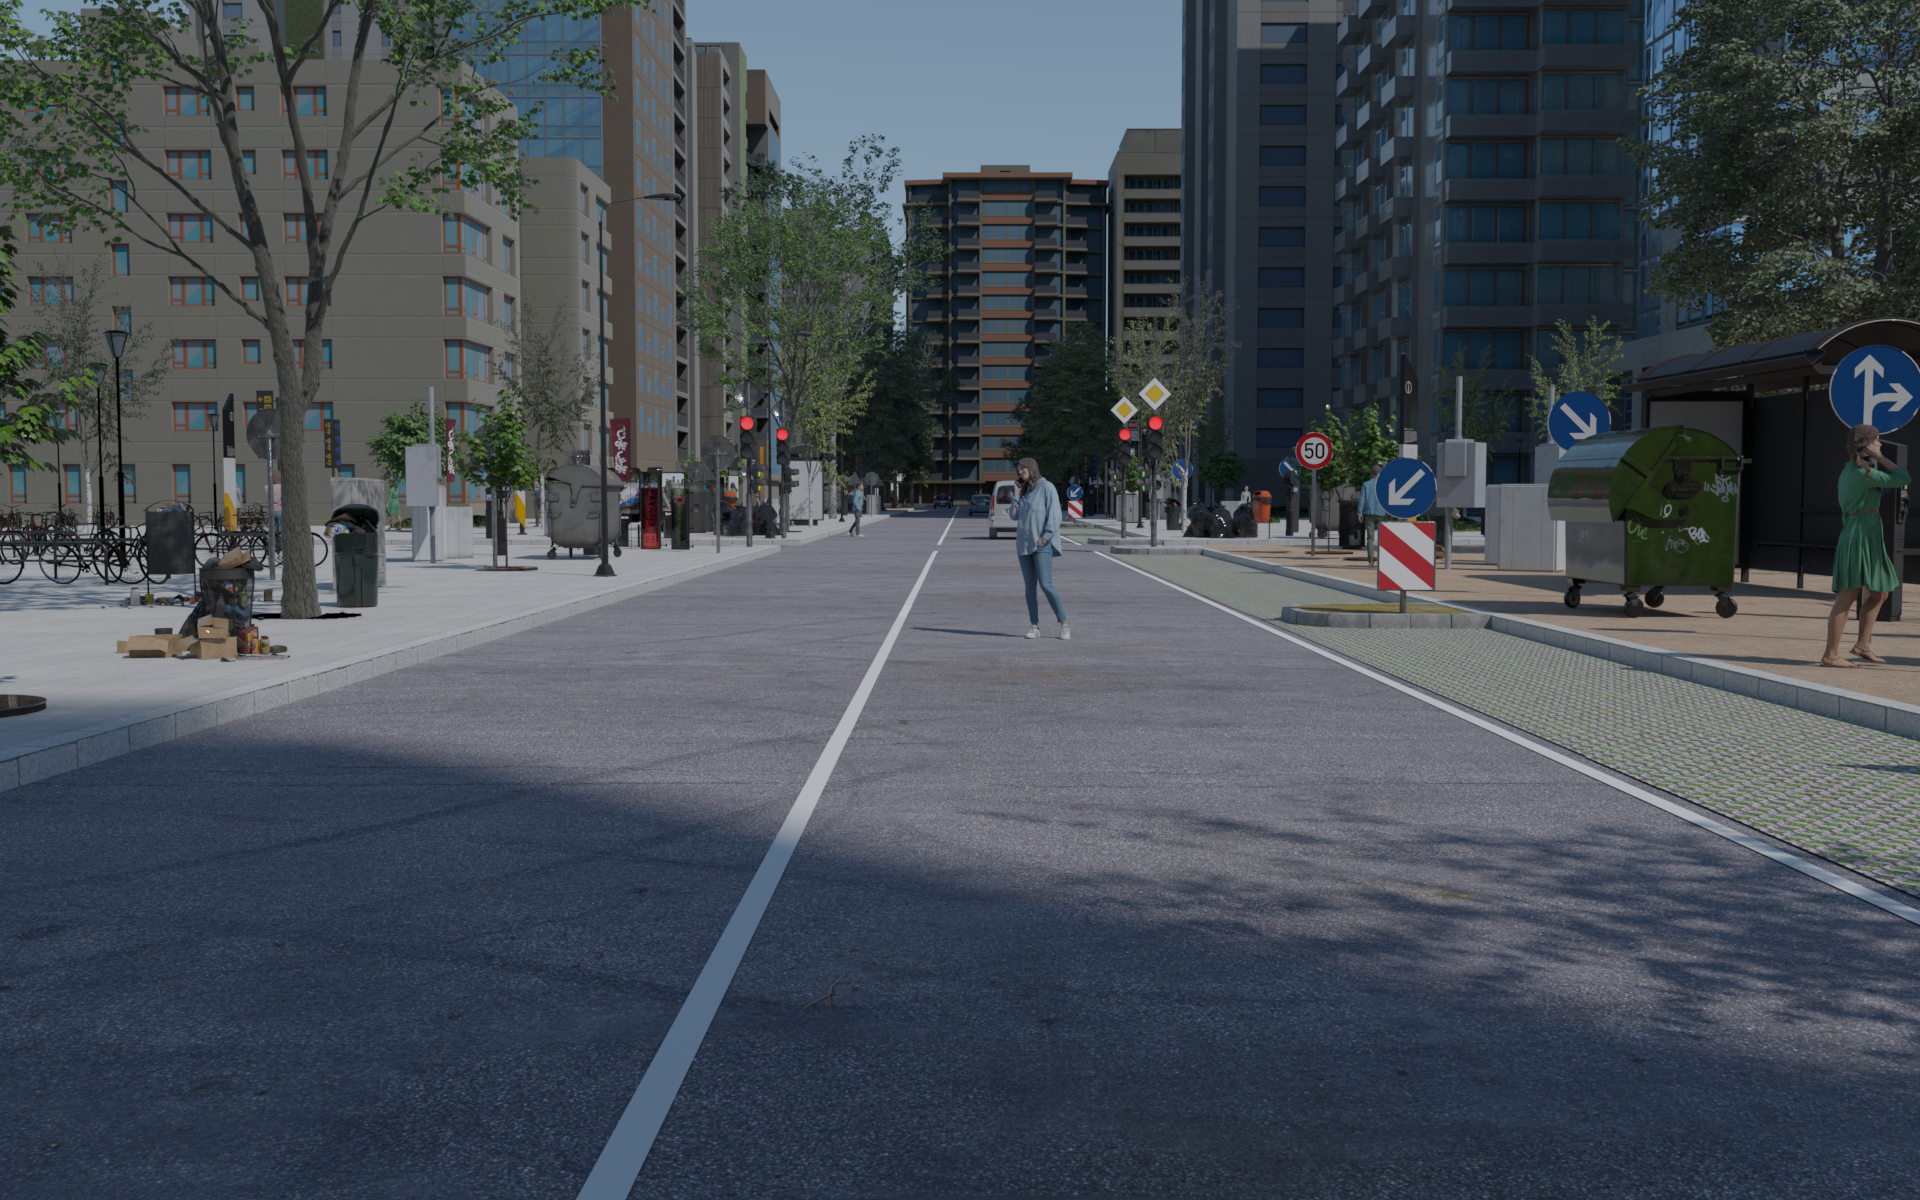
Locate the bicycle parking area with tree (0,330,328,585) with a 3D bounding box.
[{"bbox_3d":[-14.736,-2.496,27.816,9.016,4.147,8.231,1,4,16],"label":"bicycle parking area with tree"}]

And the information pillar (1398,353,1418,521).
[{"bbox_3d":[7.506,-2.305,29.039,0.183,3.616,0.504,3,5,43],"label":"information pillar"}]

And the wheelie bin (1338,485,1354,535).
[{"bbox_3d":[12.116,-2.818,53.990,0.693,1.594,0.980,1,4,16],"label":"wheelie bin"}]

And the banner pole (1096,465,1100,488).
[{"bbox_3d":[9.684,-8.130,122.936,0.863,3.779,0.401,-3,5,-41],"label":"banner pole"}]

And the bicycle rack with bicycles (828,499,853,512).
[{"bbox_3d":[-8.514,-6.667,122.389,2.925,0.926,2.852,-3,5,-44],"label":"bicycle rack with bicycles"}]

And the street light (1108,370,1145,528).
[{"bbox_3d":[6.249,-5.661,65.094,1.470,5.913,1.316,0,4,0],"label":"street light"}]

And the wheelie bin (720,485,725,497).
[{"bbox_3d":[-8.921,-3.356,62.786,0.980,1.594,0.693,-2,4,-35],"label":"wheelie bin"}]

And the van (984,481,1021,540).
[{"bbox_3d":[1.768,-2.984,55.800,2.013,2.044,4.112,0,4,2],"label":"van"}]

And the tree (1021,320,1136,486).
[{"bbox_3d":[8.022,-11.912,112.884,7.486,12.596,7.792,0,3,0],"label":"tree"}]

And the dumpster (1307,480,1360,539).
[{"bbox_3d":[10.764,-2.690,49.740,1.264,1.857,1.865,0,4,0],"label":"dumpster"}]

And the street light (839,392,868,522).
[{"bbox_3d":[-4.871,-6.525,79.217,1.470,5.913,1.316,0,4,0],"label":"street light"}]

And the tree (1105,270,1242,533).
[{"bbox_3d":[7.206,-6.521,56.982,4.360,8.622,3.978,0,3,0],"label":"tree"}]

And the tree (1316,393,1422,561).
[{"bbox_3d":[7.913,-2.364,33.257,1.663,3.219,1.824,0,3,0],"label":"tree"}]

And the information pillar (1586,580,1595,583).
[{"bbox_3d":[9.178,-1.268,25.224,0.304,2.012,0.304,-2,4,-28],"label":"information pillar"}]

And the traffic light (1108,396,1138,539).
[{"bbox_3d":[4.699,-3.726,49.838,0.839,4.253,0.868,0,4,0],"label":"traffic light"}]

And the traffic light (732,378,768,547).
[{"bbox_3d":[-5.087,-3.238,41.867,0.839,4.253,0.868,0,4,0],"label":"traffic light"}]

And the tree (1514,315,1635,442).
[{"bbox_3d":[25.349,-7.367,70.813,4.737,8.622,4.395,0,3,0],"label":"tree"}]

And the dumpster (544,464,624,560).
[{"bbox_3d":[-7.450,-1.748,34.335,1.264,1.857,1.865,0,4,0],"label":"dumpster"}]

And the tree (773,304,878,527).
[{"bbox_3d":[-5.566,-7.101,66.466,4.737,8.622,4.395,0,3,0],"label":"tree"}]

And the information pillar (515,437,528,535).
[{"bbox_3d":[-13.803,-3.852,54.338,0.183,3.616,0.504,1,4,15],"label":"information pillar"}]

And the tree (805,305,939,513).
[{"bbox_3d":[-6.322,-12.831,116.445,9.857,13.997,8.962,0,3,0],"label":"tree"}]

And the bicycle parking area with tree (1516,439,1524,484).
[{"bbox_3d":[32.017,-6.353,90.877,8.231,4.147,9.016,1,4,19],"label":"bicycle parking area with tree"}]

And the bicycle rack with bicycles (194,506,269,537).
[{"bbox_3d":[-21.515,-2.370,52.136,2.925,0.926,2.852,-2,4,-25],"label":"bicycle rack with bicycles"}]

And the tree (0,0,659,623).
[{"bbox_3d":[-6.854,-5.624,17.705,9.928,11.665,9.643,0,3,0],"label":"tree"}]

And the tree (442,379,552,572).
[{"bbox_3d":[-7.590,-2.117,29.208,1.663,3.219,1.824,0,3,0],"label":"tree"}]

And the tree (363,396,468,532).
[{"bbox_3d":[-18.308,-4.571,58.453,4.285,4.588,4.351,0,3,0],"label":"tree"}]

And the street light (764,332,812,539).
[{"bbox_3d":[-4.930,-4.722,49.742,1.470,5.913,1.316,0,4,0],"label":"street light"}]

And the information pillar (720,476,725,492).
[{"bbox_3d":[-9.568,-3.970,69.396,0.304,2.012,0.304,-1,4,-18],"label":"information pillar"}]

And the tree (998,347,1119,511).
[{"bbox_3d":[8.089,-13.231,133.342,9.611,12.733,9.660,0,3,0],"label":"tree"}]

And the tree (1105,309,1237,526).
[{"bbox_3d":[7.898,-7.261,69.085,4.737,8.622,4.395,0,3,0],"label":"tree"}]

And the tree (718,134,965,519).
[{"bbox_3d":[-5.167,-14.276,89.306,12.611,20.169,13.585,0,3,0],"label":"tree"}]

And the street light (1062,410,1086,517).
[{"bbox_3d":[6.281,-7.504,95.227,1.470,5.913,1.316,0,4,0],"label":"street light"}]

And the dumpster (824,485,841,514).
[{"bbox_3d":[-8.097,-6.346,109.509,1.264,1.857,1.865,0,4,0],"label":"dumpster"}]

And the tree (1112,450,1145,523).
[{"bbox_3d":[7.529,-5.019,76.656,1.663,3.219,1.824,0,3,0],"label":"tree"}]

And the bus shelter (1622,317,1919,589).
[{"bbox_3d":[10.663,-1.754,22.601,2.014,3.302,5.546,0,4,0],"label":"bus shelter"}]

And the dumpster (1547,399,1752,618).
[{"bbox_3d":[7.387,-0.988,18.641,1.502,2.255,1.985,0,4,0],"label":"dumpster"}]

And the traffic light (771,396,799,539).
[{"bbox_3d":[-5.063,-3.727,49.852,0.839,4.253,0.868,0,4,0],"label":"traffic light"}]

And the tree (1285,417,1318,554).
[{"bbox_3d":[7.780,-2.598,37.084,1.663,3.219,1.824,0,3,0],"label":"tree"}]

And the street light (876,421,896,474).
[{"bbox_3d":[-4.737,-8.377,109.506,1.470,5.913,1.316,0,4,0],"label":"street light"}]

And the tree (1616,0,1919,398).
[{"bbox_3d":[18.445,-7.846,34.941,9.857,13.997,8.962,0,3,0],"label":"tree"}]

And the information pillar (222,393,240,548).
[{"bbox_3d":[-16.804,-2.967,39.860,0.183,3.616,0.504,0,4,-1],"label":"information pillar"}]

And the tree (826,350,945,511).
[{"bbox_3d":[-6.052,-13.279,134.112,9.611,12.733,9.660,0,3,0],"label":"tree"}]

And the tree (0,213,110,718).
[{"bbox_3d":[-5.857,-0.952,10.174,1.663,3.219,1.824,0,3,0],"label":"tree"}]

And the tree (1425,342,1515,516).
[{"bbox_3d":[24.888,-8.190,84.268,4.737,8.622,4.395,0,3,0],"label":"tree"}]

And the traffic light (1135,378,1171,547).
[{"bbox_3d":[4.674,-3.237,41.853,0.839,4.253,0.868,0,4,0],"label":"traffic light"}]

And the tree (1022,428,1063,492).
[{"bbox_3d":[7.767,-14.213,182.752,4.737,8.622,4.395,0,3,0],"label":"tree"}]

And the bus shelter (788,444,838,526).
[{"bbox_3d":[-6.297,-4.820,72.731,2.014,3.302,5.546,0,4,0],"label":"bus shelter"}]

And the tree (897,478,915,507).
[{"bbox_3d":[-5.577,-10.864,172.225,1.663,3.219,1.824,0,3,0],"label":"tree"}]

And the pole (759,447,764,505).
[{"bbox_3d":[-8.588,-4.951,74.800,0.158,3.312,0.155,0,3,0],"label":"pole"}]

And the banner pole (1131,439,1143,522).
[{"bbox_3d":[7.952,-5.456,79.215,0.863,3.779,0.401,1,4,14],"label":"banner pole"}]

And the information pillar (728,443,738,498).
[{"bbox_3d":[-10.418,-5.401,79.662,0.504,3.616,0.183,-2,4,-34],"label":"information pillar"}]

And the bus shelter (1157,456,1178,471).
[{"bbox_3d":[10.862,-7.395,98.533,2.179,5.291,8.768,0,4,0],"label":"bus shelter"}]

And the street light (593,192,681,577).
[{"bbox_3d":[-4.992,-3.319,26.811,1.470,5.913,1.316,0,4,0],"label":"street light"}]

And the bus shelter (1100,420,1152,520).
[{"bbox_3d":[8.604,-6.944,91.161,2.179,5.291,8.768,0,4,0],"label":"bus shelter"}]

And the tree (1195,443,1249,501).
[{"bbox_3d":[16.798,-7.760,110.585,4.285,4.588,4.351,0,3,0],"label":"tree"}]

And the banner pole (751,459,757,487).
[{"bbox_3d":[-8.904,-5.143,74.112,0.401,3.779,0.863,2,4,29],"label":"banner pole"}]
